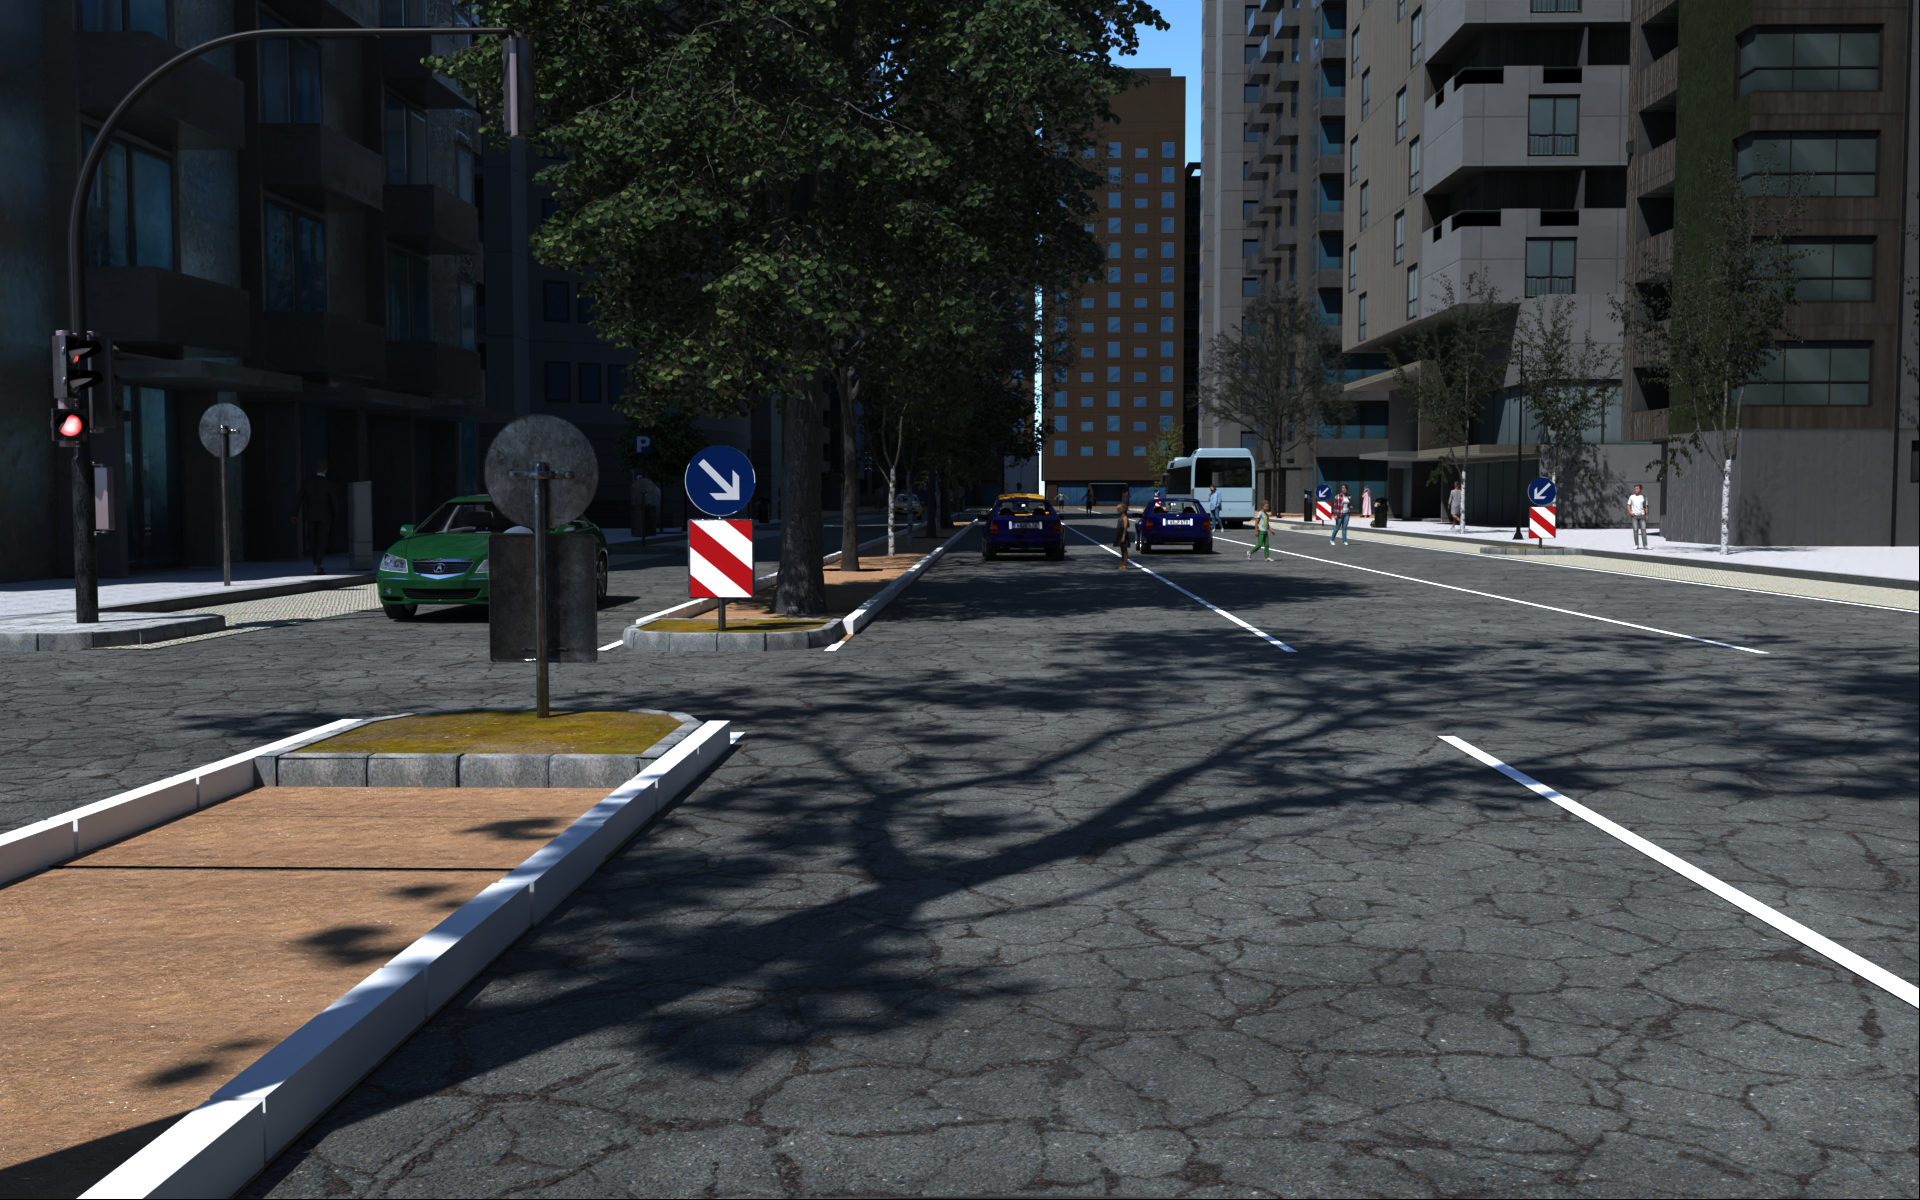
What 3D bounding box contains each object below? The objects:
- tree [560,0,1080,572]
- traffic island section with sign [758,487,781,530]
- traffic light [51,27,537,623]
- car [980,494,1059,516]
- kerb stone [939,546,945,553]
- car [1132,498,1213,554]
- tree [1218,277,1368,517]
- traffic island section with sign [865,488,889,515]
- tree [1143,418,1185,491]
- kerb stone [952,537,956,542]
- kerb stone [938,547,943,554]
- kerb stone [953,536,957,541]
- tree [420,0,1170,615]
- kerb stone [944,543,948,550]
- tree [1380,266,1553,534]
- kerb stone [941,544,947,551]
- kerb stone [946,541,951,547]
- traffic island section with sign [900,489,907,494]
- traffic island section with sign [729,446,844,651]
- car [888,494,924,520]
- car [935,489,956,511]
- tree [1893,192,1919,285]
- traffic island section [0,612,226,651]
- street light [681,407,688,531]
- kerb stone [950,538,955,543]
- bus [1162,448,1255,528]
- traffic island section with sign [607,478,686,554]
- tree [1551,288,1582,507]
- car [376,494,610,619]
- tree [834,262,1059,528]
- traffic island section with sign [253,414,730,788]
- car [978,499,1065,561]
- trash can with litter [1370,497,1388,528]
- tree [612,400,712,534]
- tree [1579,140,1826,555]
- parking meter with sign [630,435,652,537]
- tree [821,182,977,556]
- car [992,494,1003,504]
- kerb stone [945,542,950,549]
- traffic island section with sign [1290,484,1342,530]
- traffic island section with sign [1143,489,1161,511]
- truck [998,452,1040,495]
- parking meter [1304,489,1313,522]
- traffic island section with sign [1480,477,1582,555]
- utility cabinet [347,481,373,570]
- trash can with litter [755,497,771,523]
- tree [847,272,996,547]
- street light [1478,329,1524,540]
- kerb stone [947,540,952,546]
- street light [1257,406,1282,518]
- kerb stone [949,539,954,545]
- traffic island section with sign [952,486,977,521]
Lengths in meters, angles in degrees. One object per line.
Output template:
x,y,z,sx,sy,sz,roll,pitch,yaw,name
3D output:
-2.005,-7.257,31.476,12.009,13.543,11.850,0,3,0,tree
-6.923,-3.687,68.917,1.989,1.847,2.006,0,4,2,traffic island section with sign
-6.583,-2.596,17.107,4.771,5.953,1.251,0,4,2,traffic light
1.521,-2.041,43.589,2.015,1.641,3.980,0,4,0,car
-0.493,-1.129,40.676,0.120,0.150,1.000,0,4,2,kerb stone
5.236,-1.840,42.670,1.945,1.354,3.894,0,4,3,car
18.021,-11.515,98.638,12.009,13.543,11.850,0,3,0,tree
-5.501,-6.770,119.320,1.989,1.847,2.006,0,4,2,traffic island section with sign
20.031,-13.335,168.396,4.737,8.622,4.395,0,3,0,tree
-0.254,-1.626,48.866,0.120,0.150,1.000,0,4,2,kerb stone
-0.520,-1.065,39.648,0.120,0.150,1.000,0,4,2,kerb stone
-0.231,-1.694,49.900,0.120,0.150,1.000,0,4,2,kerb stone
-1.935,-6.809,20.444,9.857,13.997,8.962,0,3,0,tree
-0.436,-1.255,42.721,0.120,0.150,1.000,0,4,2,kerb stone
16.012,-6.447,55.765,4.360,8.622,3.978,0,3,0,tree
-0.460,-1.193,41.698,0.120,0.150,1.000,0,4,2,kerb stone
-0.368,-1.373,44.767,0.120,0.150,1.000,0,4,2,kerb stone
-4.731,-8.436,146.561,1.989,1.847,2.006,0,4,2,traffic island section with sign
-2.202,-0.526,16.739,2.006,1.907,1.989,0,4,2,traffic island section with sign
-2.972,-5.258,96.194,2.015,1.641,3.980,0,4,0,car
-1.298,-8.306,144.477,2.281,1.827,5.304,0,4,2,car
23.186,-5.420,38.984,4.360,8.622,3.978,0,3,0,tree
-8.716,0.307,17.267,2.009,0.180,2.903,0,4,2,traffic island section
-8.918,-5.317,59.481,1.470,5.913,1.316,0,4,2,street light
-0.292,-1.568,47.835,0.120,0.150,1.000,0,4,2,kerb stone
10.810,-4.978,76.256,2.948,3.499,13.247,0,4,2,bus
-7.700,-2.032,41.851,1.989,1.847,2.006,0,4,2,traffic island section with sign
21.270,-6.791,61.388,4.360,8.622,3.978,0,3,0,tree
-5.643,-0.588,21.405,2.131,1.459,4.920,0,4,2,car
-0.636,-9.329,71.995,9.611,12.733,9.660,0,3,0,tree
-2.421,-0.073,9.335,2.006,1.907,1.989,0,4,2,traffic island section with sign
1.371,-1.580,38.419,1.945,1.354,3.894,0,4,0,car
15.916,-3.343,66.047,0.624,1.170,1.055,-1,4,-9,trash can with litter
-9.715,-4.438,56.278,4.285,4.588,4.351,0,3,0,tree
16.135,-5.277,36.643,4.360,8.622,3.978,0,3,0,tree
-9.624,-3.411,52.038,0.543,3.016,1.738,-1,4,-18,parking meter with sign
-1.584,-5.325,39.886,4.360,8.622,3.978,0,3,0,tree
2.727,-4.790,90.118,2.131,1.459,4.920,0,4,1,car
-0.403,-1.317,43.743,0.120,0.150,1.000,0,4,2,kerb stone
14.310,-3.714,69.347,1.989,1.847,2.006,0,4,2,traffic island section with sign
16.495,-8.439,146.597,1.989,1.847,2.006,0,4,2,traffic island section with sign
4.175,-8.146,122.102,2.839,4.237,11.283,0,4,1,truck
16.202,-4.413,80.569,0.372,1.533,0.369,0,3,0,parking meter
13.515,-1.995,41.244,1.989,1.847,2.006,0,4,2,traffic island section with sign
-10.203,-1.269,29.419,0.318,1.500,1.173,-2,4,-24,utility cabinet
-8.670,-3.970,76.296,0.624,1.170,1.055,0,4,-1,trash can with litter
-1.316,-5.722,46.374,4.737,8.622,4.395,0,3,0,tree
15.229,-4.662,48.772,1.470,5.913,1.316,0,4,2,street light
-0.353,-1.442,45.790,0.120,0.150,1.000,0,4,2,kerb stone
16.378,-7.283,91.617,1.470,5.913,1.316,0,4,2,street light
-0.317,-1.503,46.813,0.120,0.150,1.000,0,4,2,kerb stone
-0.088,-5.120,91.848,2.006,1.907,1.989,0,4,2,traffic island section with sign
